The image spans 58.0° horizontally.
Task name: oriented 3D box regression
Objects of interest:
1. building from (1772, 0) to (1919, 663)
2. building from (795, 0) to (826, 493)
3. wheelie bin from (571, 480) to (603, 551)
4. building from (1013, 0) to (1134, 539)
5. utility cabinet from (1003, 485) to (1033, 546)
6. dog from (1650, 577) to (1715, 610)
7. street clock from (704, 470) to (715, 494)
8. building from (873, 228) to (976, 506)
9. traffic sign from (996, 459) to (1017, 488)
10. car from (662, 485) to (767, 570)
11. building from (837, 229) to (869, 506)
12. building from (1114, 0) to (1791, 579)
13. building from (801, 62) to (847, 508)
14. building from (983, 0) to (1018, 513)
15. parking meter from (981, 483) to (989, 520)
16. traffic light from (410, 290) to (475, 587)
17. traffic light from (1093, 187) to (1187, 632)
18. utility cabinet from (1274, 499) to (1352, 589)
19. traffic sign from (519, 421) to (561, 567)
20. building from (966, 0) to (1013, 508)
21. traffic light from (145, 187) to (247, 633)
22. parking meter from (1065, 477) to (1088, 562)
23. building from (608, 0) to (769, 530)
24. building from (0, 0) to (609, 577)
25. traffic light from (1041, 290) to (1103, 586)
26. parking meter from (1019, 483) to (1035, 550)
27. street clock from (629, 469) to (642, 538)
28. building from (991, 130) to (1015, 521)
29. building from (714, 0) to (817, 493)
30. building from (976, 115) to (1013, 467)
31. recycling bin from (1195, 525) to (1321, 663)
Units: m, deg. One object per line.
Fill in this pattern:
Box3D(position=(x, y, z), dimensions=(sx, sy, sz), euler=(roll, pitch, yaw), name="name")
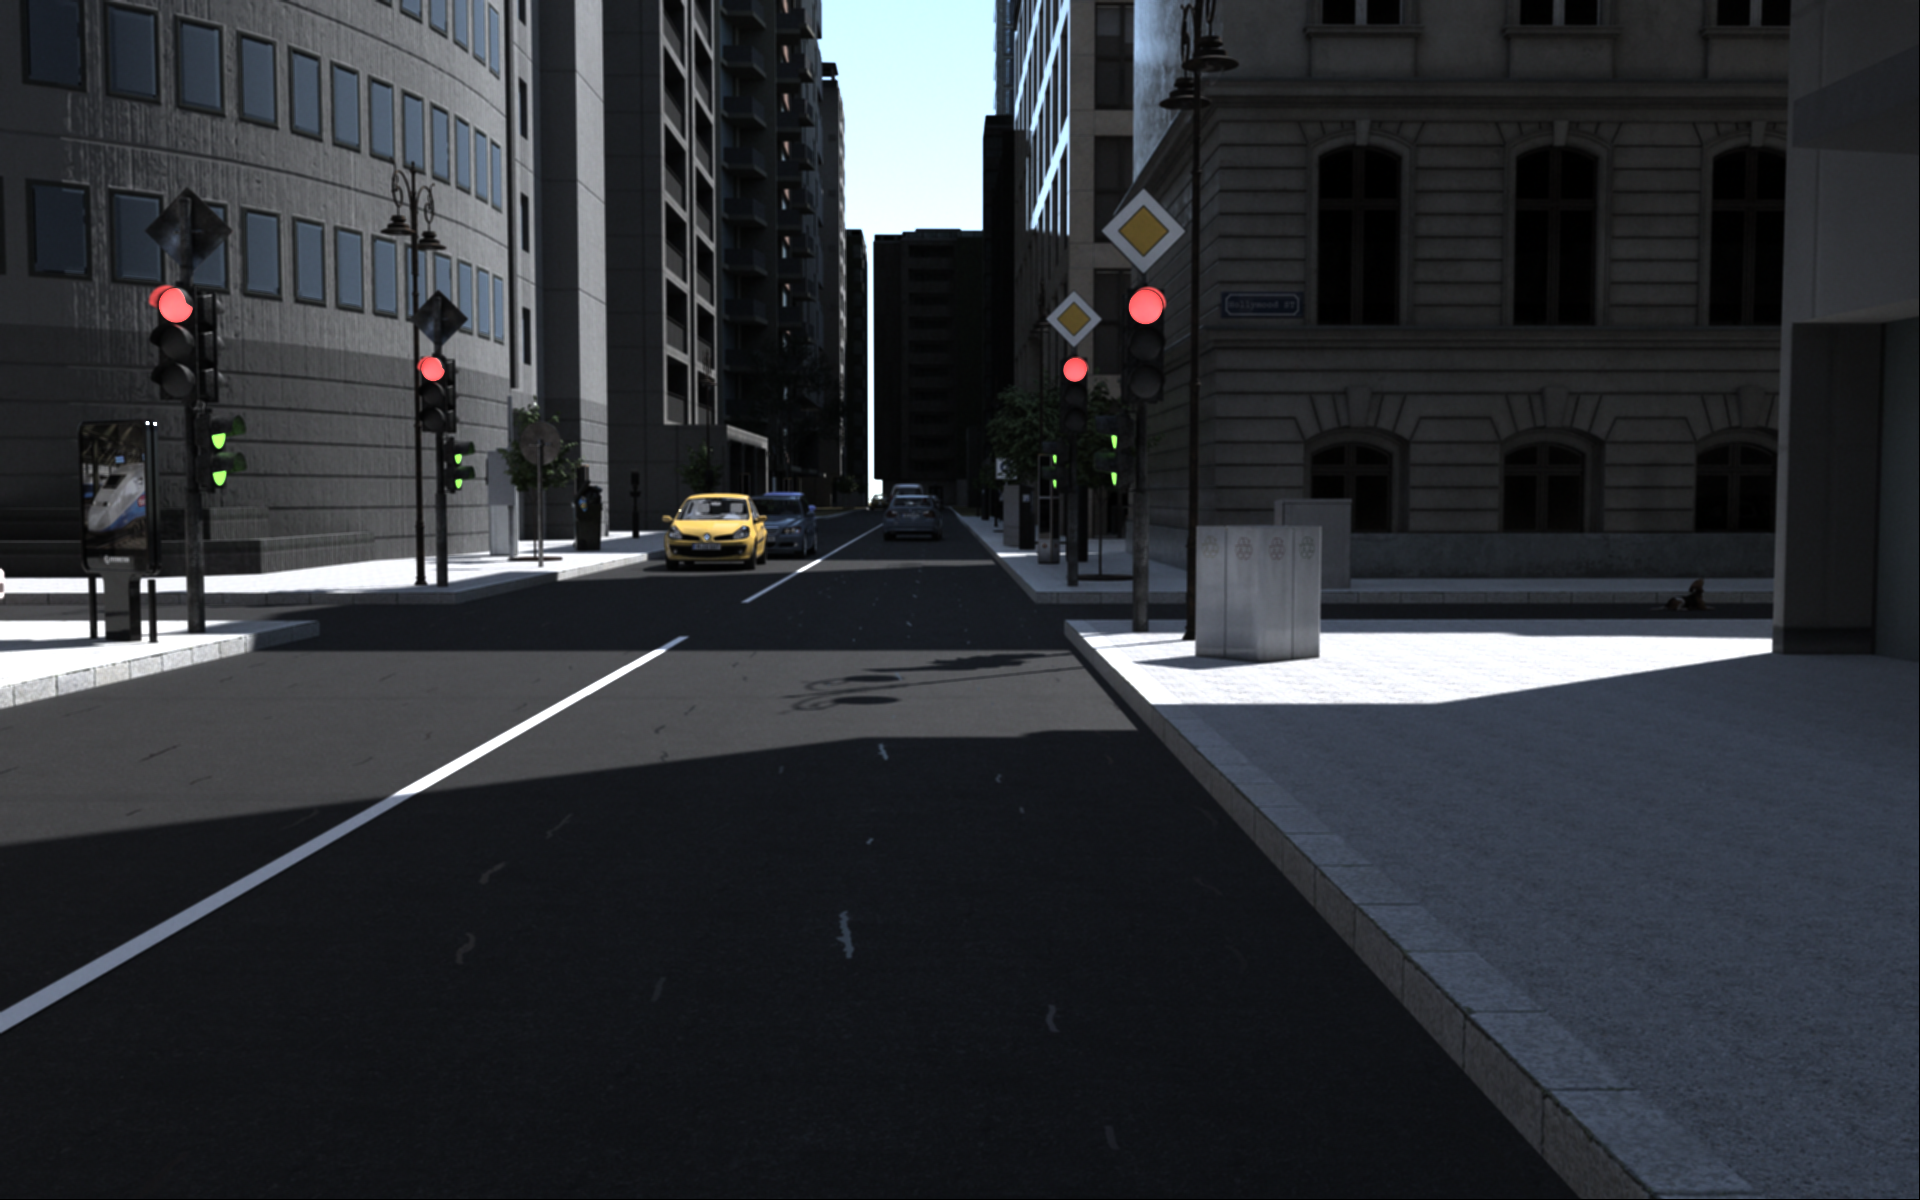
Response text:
Box3D(position=(17.821, -25.144, 0.350), dimensions=(28.713, 52.752, 27.495), euler=(0, 4, -1), name="building")
Box3D(position=(-25.264, -33.747, 141.003), dimensions=(28.713, 52.752, 27.495), euler=(0, 4, -1), name="building")
Box3D(position=(-8.482, -1.929, 39.454), dimensions=(0.693, 1.594, 0.980), euler=(-1, 4, -19), name="wheelie bin")
Box3D(position=(12.436, -15.975, 65.714), dimensions=(19.350, 26.468, 34.151), euler=(0, 4, -1), name="building")
Box3D(position=(1.420, -2.048, 42.159), dimensions=(0.318, 1.500, 1.173), euler=(-1, 4, -21), name="utility cabinet")
Box3D(position=(8.942, -0.076, 21.440), dimensions=(0.748, 0.427, 0.550), euler=(2, 4, 25), name="dog")
Box3D(position=(-7.573, -2.921, 52.329), dimensions=(0.358, 2.002, 0.471), euler=(-1, 4, -15), name="street clock")
Box3D(position=(-2.555, -25.658, 191.211), dimensions=(14.107, 30.474, 14.160), euler=(0, 4, -1), name="building")
Box3D(position=(1.319, -2.880, 49.218), dimensions=(0.606, 2.300, 0.079), euler=(0, 4, 2), name="traffic sign")
Box3D(position=(-4.757, -1.455, 34.006), dimensions=(2.015, 1.641, 3.980), euler=(0, 4, -2), name="car")
Box3D(position=(-17.214, -25.598, 190.221), dimensions=(14.107, 30.474, 14.160), euler=(0, 4, -1), name="building")
Box3D(position=(20.676, -12.953, 30.868), dimensions=(34.723, 24.649, 14.460), euler=(0, 4, -1), name="building")
Box3D(position=(-18.089, -29.553, 166.781), dimensions=(14.086, 41.232, 14.154), euler=(0, 4, -1), name="building")
Box3D(position=(12.025, -41.505, 116.852), dimensions=(20.563, 71.187, 20.611), euler=(0, 4, -1), name="building")
Box3D(position=(1.241, -4.861, 85.182), dimensions=(0.255, 1.863, 0.399), euler=(-2, 4, -31), name="parking meter")
Box3D(position=(-7.158, -2.139, 23.889), dimensions=(0.839, 4.253, 0.868), euler=(0, 4, -1), name="traffic light")
Box3D(position=(1.664, -1.659, 16.043), dimensions=(0.839, 4.253, 0.868), euler=(0, 4, -1), name="traffic light")
Box3D(position=(4.774, -0.753, 23.470), dimensions=(1.020, 1.237, 0.306), euler=(-1, 4, -15), name="utility cabinet")
Box3D(position=(-7.373, -1.852, 30.393), dimensions=(0.768, 2.556, 0.104), euler=(1, 4, 8), name="traffic sign")
Box3D(position=(12.019, -51.633, 156.863), dimensions=(22.319, 86.520, 31.000), euler=(0, 4, -1), name="building")
Box3D(position=(-7.046, -1.650, 15.905), dimensions=(0.839, 4.253, 0.868), euler=(0, 4, -1), name="traffic light")
Box3D(position=(2.213, -1.663, 32.907), dimensions=(0.399, 1.863, 0.255), euler=(3, 4, 38), name="parking meter")
Box3D(position=(-18.535, -38.582, 69.068), dimensions=(20.563, 71.187, 20.611), euler=(0, 4, -1), name="building")
Box3D(position=(-20.984, -30.264, 36.817), dimensions=(21.231, 58.520, 28.212), euler=(0, 4, -1), name="building")
Box3D(position=(1.552, -2.147, 24.027), dimensions=(0.839, 4.253, 0.868), euler=(0, 4, -1), name="traffic light")
Box3D(position=(1.556, -1.937, 40.073), dimensions=(0.372, 1.533, 0.369), euler=(0, 3, 0), name="parking meter")
Box3D(position=(-9.429, -2.798, 50.317), dimensions=(0.358, 2.002, 0.471), euler=(-1, 4, -10), name="street clock")
Box3D(position=(8.034, -15.964, 90.694), dimensions=(12.332, 23.373, 15.834), euler=(0, 4, -1), name="building")
Box3D(position=(-21.022, -28.035, 112.998), dimensions=(22.147, 44.769, 28.867), euler=(0, 4, -1), name="building")
Box3D(position=(8.717, -22.243, 135.377), dimensions=(14.160, 30.474, 14.107), euler=(0, 4, -1), name="building")
Box3D(position=(2.343, -0.066, 13.628), dimensions=(0.722, 1.027, 0.722), euler=(-3, 4, -38), name="recycling bin")
